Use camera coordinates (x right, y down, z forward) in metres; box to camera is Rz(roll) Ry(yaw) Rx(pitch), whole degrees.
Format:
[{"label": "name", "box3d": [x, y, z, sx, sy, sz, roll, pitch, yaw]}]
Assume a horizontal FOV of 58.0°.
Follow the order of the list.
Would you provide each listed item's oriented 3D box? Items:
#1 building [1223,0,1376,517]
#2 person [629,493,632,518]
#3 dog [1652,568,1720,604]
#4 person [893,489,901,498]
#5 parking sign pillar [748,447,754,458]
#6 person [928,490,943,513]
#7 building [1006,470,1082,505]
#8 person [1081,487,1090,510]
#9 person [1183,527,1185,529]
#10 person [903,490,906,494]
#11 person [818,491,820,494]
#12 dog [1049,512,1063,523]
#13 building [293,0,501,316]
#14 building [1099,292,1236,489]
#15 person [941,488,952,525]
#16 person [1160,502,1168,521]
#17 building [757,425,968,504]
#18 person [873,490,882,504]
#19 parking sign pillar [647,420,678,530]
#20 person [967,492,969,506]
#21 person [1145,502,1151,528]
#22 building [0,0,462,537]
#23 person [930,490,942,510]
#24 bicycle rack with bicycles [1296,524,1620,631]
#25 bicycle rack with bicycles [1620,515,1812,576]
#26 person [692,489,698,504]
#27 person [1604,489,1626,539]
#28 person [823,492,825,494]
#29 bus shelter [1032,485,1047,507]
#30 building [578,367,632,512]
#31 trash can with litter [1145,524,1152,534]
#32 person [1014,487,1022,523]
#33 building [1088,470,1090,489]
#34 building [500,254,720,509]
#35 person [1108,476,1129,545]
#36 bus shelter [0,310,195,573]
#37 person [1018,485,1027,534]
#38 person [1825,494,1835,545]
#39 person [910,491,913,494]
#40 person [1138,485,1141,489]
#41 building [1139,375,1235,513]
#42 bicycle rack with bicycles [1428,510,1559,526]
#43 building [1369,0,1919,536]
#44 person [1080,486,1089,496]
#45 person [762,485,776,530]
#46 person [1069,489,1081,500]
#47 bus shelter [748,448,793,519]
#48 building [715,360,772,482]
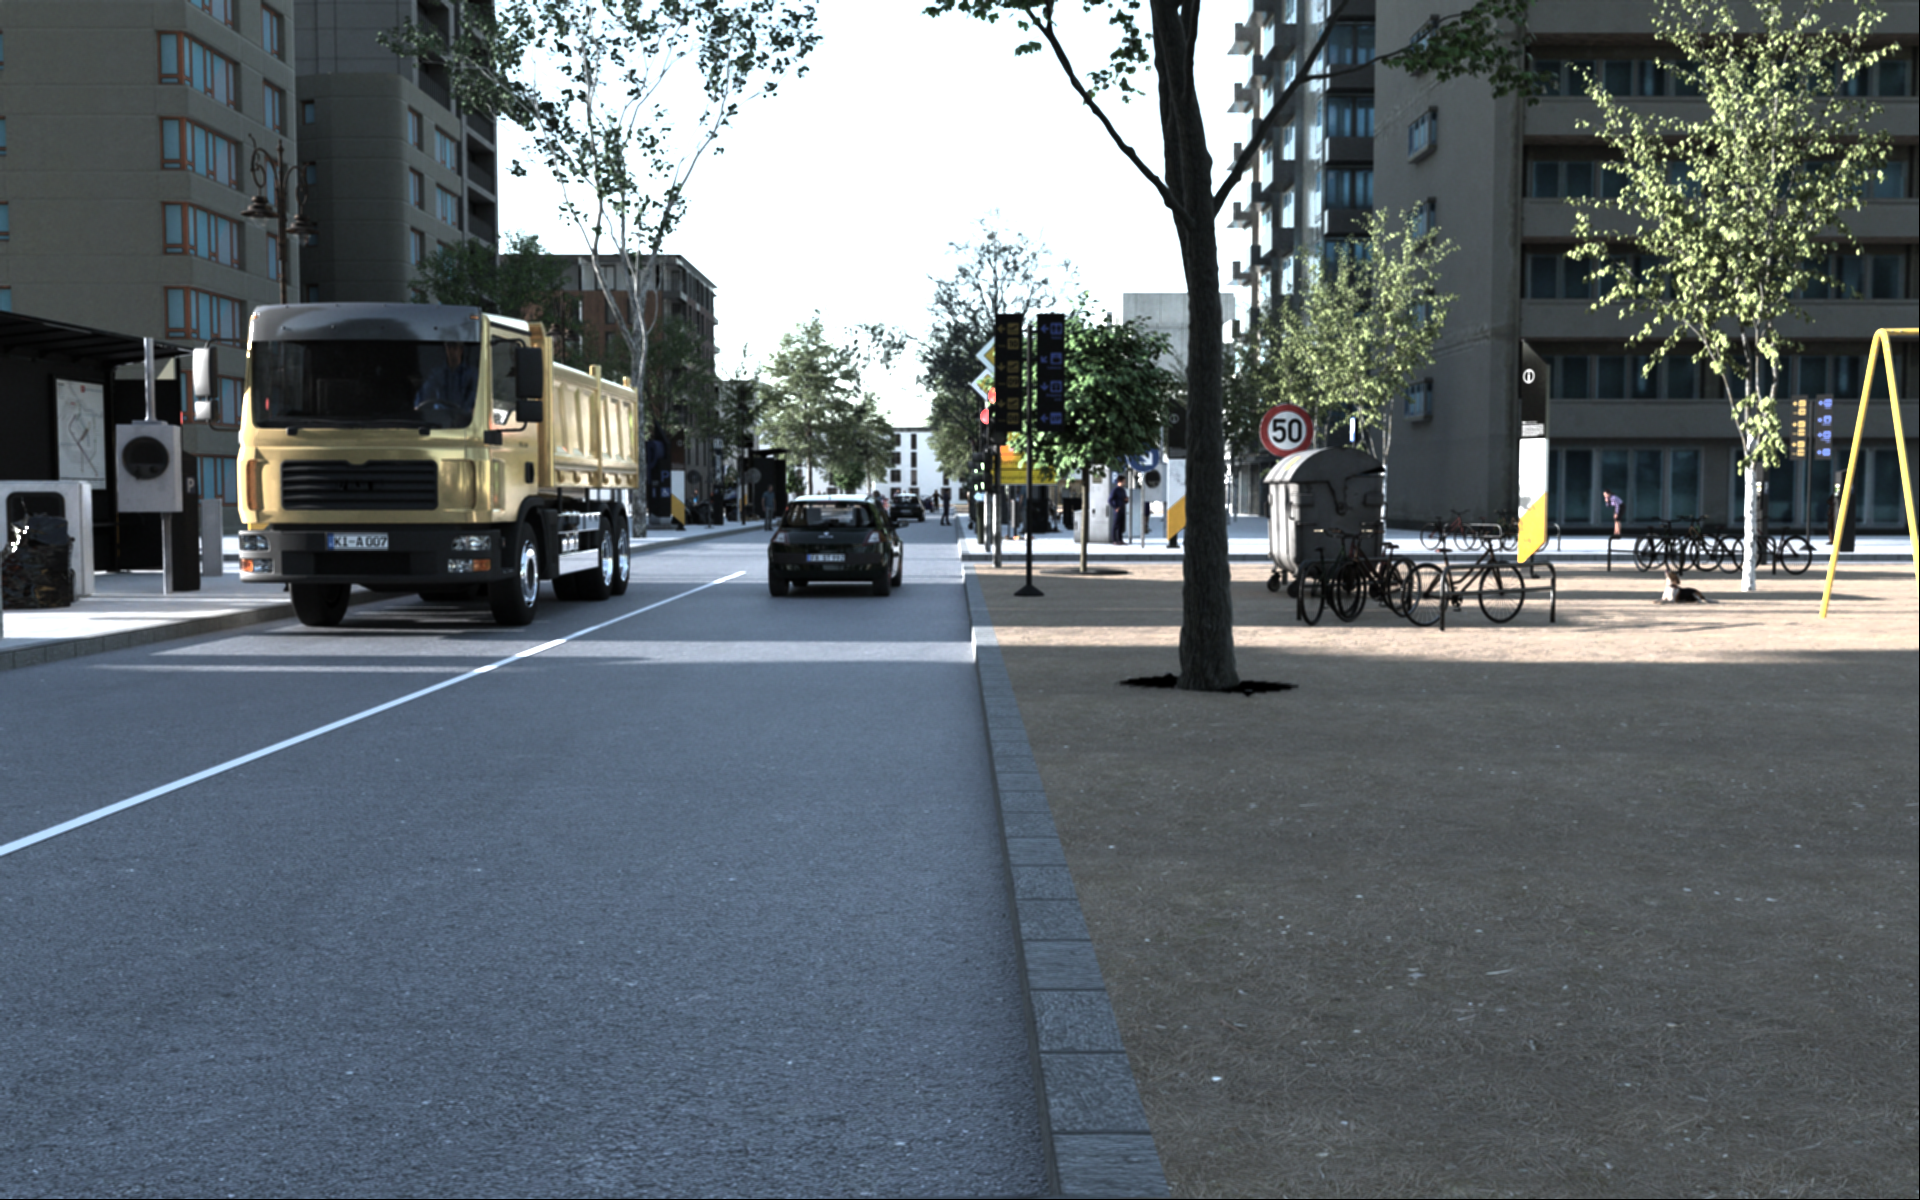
[{"label": "building", "box3d": [27.296, -29.242, 97.709, 23.786, 49.044, 30.456, 0, 4, 0]}, {"label": "person", "box3d": [-17.813, -5.277, 94.379, 0.319, 1.574, 0.516, 2, 4, 26]}, {"label": "dog", "box3d": [8.540, -0.159, 20.339, 0.748, 0.427, 0.550, 2, 4, 24]}, {"label": "person", "box3d": [-3.976, -6.154, 109.574, 0.683, 1.767, 0.568, 0, 4, 4]}, {"label": "parking sign pillar", "box3d": [-11.367, -6.731, 98.532, 1.447, 3.967, 1.447, -1, 4, -20]}, {"label": "person", "box3d": [-1.799, -7.440, 130.671, 1.217, 1.766, 0.721, 1, 4, 15]}, {"label": "building", "box3d": [9.511, -22.206, 219.480, 11.380, 20.091, 16.016, 0, 4, 0]}, {"label": "person", "box3d": [4.423, -3.200, 60.573, 0.429, 1.552, 0.499, 1, 4, 14]}, {"label": "person", "box3d": [8.429, -3.331, 63.744, 0.697, 1.427, 0.421, -1, 4, -20]}, {"label": "person", "box3d": [-5.903, -10.716, 183.784, 1.350, 1.814, 0.705, 2, 4, 30]}, {"label": "person", "box3d": [-15.744, -11.348, 194.054, 1.348, 1.822, 0.705, -3, 5, -42]}, {"label": "dog", "box3d": [4.207, -3.606, 75.793, 0.540, 0.507, 0.406, 0, 4, -7]}, {"label": "building", "box3d": [-33.226, -39.805, 89.070, 20.563, 71.187, 20.611, 0, 4, 0]}, {"label": "building", "box3d": [22.485, -17.971, 160.276, 16.747, 18.905, 31.486, 0, 4, 0]}, {"label": "person", "box3d": [-0.623, -4.285, 79.473, 0.530, 1.710, 0.541, 0, 4, -3]}, {"label": "person", "box3d": [9.926, -4.649, 82.717, 0.621, 1.740, 0.551, 2, 4, 23]}, {"label": "building", "box3d": [-10.710, -16.766, 216.269, 28.070, 9.664, 9.099, 0, 4, 0]}, {"label": "person", "box3d": [-2.823, -2.906, 58.218, 0.429, 1.552, 0.499, 2, 4, 30]}, {"label": "parking sign pillar", "box3d": [-10.869, -4.532, 62.576, 1.447, 3.967, 1.447, -2, 4, -29]}, {"label": "person", "box3d": [1.031, -10.703, 181.034, 0.705, 1.824, 1.348, -2, 4, -28]}, {"label": "person", "box3d": [7.022, -3.476, 65.253, 0.453, 1.535, 0.546, 0, 4, -3]}, {"label": "building", "box3d": [-36.798, -13.505, 65.839, 27.650, 21.520, 28.899, 0, 4, 0]}, {"label": "person", "box3d": [-2.130, -8.789, 152.224, 1.348, 1.821, 0.705, -2, 4, -31]}, {"label": "bicycle rack with bicycles", "box3d": [4.479, -0.249, 17.449, 2.925, 0.926, 2.852, -3, 4, -36]}, {"label": "bicycle rack with bicycles", "box3d": [11.962, -0.916, 28.354, 2.852, 0.926, 2.925, -1, 4, -15]}, {"label": "person", "box3d": [-16.760, -6.263, 110.314, 0.662, 1.594, 0.647, -1, 4, -10]}, {"label": "person", "box3d": [18.466, -2.423, 48.884, 0.697, 1.427, 0.421, -1, 4, -19]}, {"label": "person", "box3d": [-12.017, -8.880, 154.452, 0.599, 1.433, 0.991, 1, 4, 22]}, {"label": "bus shelter", "box3d": [3.782, -5.937, 90.991, 2.014, 3.302, 5.546, 0, 4, 0]}, {"label": "building", "box3d": [-28.053, -11.397, 128.485, 9.099, 9.664, 28.070, 0, 4, 0]}, {"label": "trash can with litter", "box3d": [5.647, -2.736, 56.115, 1.055, 1.170, 0.624, -1, 4, -11]}, {"label": "person", "box3d": [2.566, -4.195, 76.697, 0.319, 1.574, 0.516, -1, 4, -17]}, {"label": "building", "box3d": [31.495, -23.332, 225.453, 32.646, 21.610, 27.936, 0, 4, 0]}, {"label": "building", "box3d": [-40.076, -19.419, 161.471, 32.646, 21.610, 27.936, 0, 4, 0]}, {"label": "person", "box3d": [4.033, -2.236, 43.304, 0.504, 1.737, 0.576, 2, 4, 30]}, {"label": "bus shelter", "box3d": [-13.142, -2.076, 25.220, 1.731, 3.624, 6.357, 0, 4, 0]}, {"label": "person", "box3d": [2.024, -3.002, 55.262, 0.434, 1.807, 0.598, 3, 5, 40]}, {"label": "person", "box3d": [22.134, -2.165, 43.717, 0.388, 1.546, 0.482, -1, 4, -17]}, {"label": "person", "box3d": [-5.142, -10.477, 180.589, 1.217, 1.735, 0.721, 3, 5, 42]}, {"label": "person", "box3d": [10.096, -5.541, 96.771, 0.598, 1.807, 0.434, 1, 4, 20]}, {"label": "building", "box3d": [19.361, -11.513, 130.387, 9.099, 9.664, 28.070, 0, 4, 0]}, {"label": "bicycle rack with bicycles", "box3d": [12.259, -1.576, 39.153, 2.852, 0.926, 2.925, -2, 4, -26]}, {"label": "building", "box3d": [26.418, -26.787, 61.676, 21.600, 48.544, 21.300, 0, 4, 0]}, {"label": "person", "box3d": [6.144, -4.721, 83.960, 0.841, 1.734, 0.376, 2, 4, 35]}, {"label": "person", "box3d": [-7.518, -3.649, 68.297, 0.598, 1.807, 0.434, -2, 4, -28]}, {"label": "person", "box3d": [10.576, -9.340, 159.546, 1.217, 1.735, 0.721, -2, 4, -24]}, {"label": "bus shelter", "box3d": [-9.897, -6.085, 90.780, 1.731, 3.624, 6.357, 0, 4, 0]}, {"label": "building", "box3d": [-40.507, -21.621, 219.958, 31.486, 18.905, 16.747, 0, 4, 0]}]
